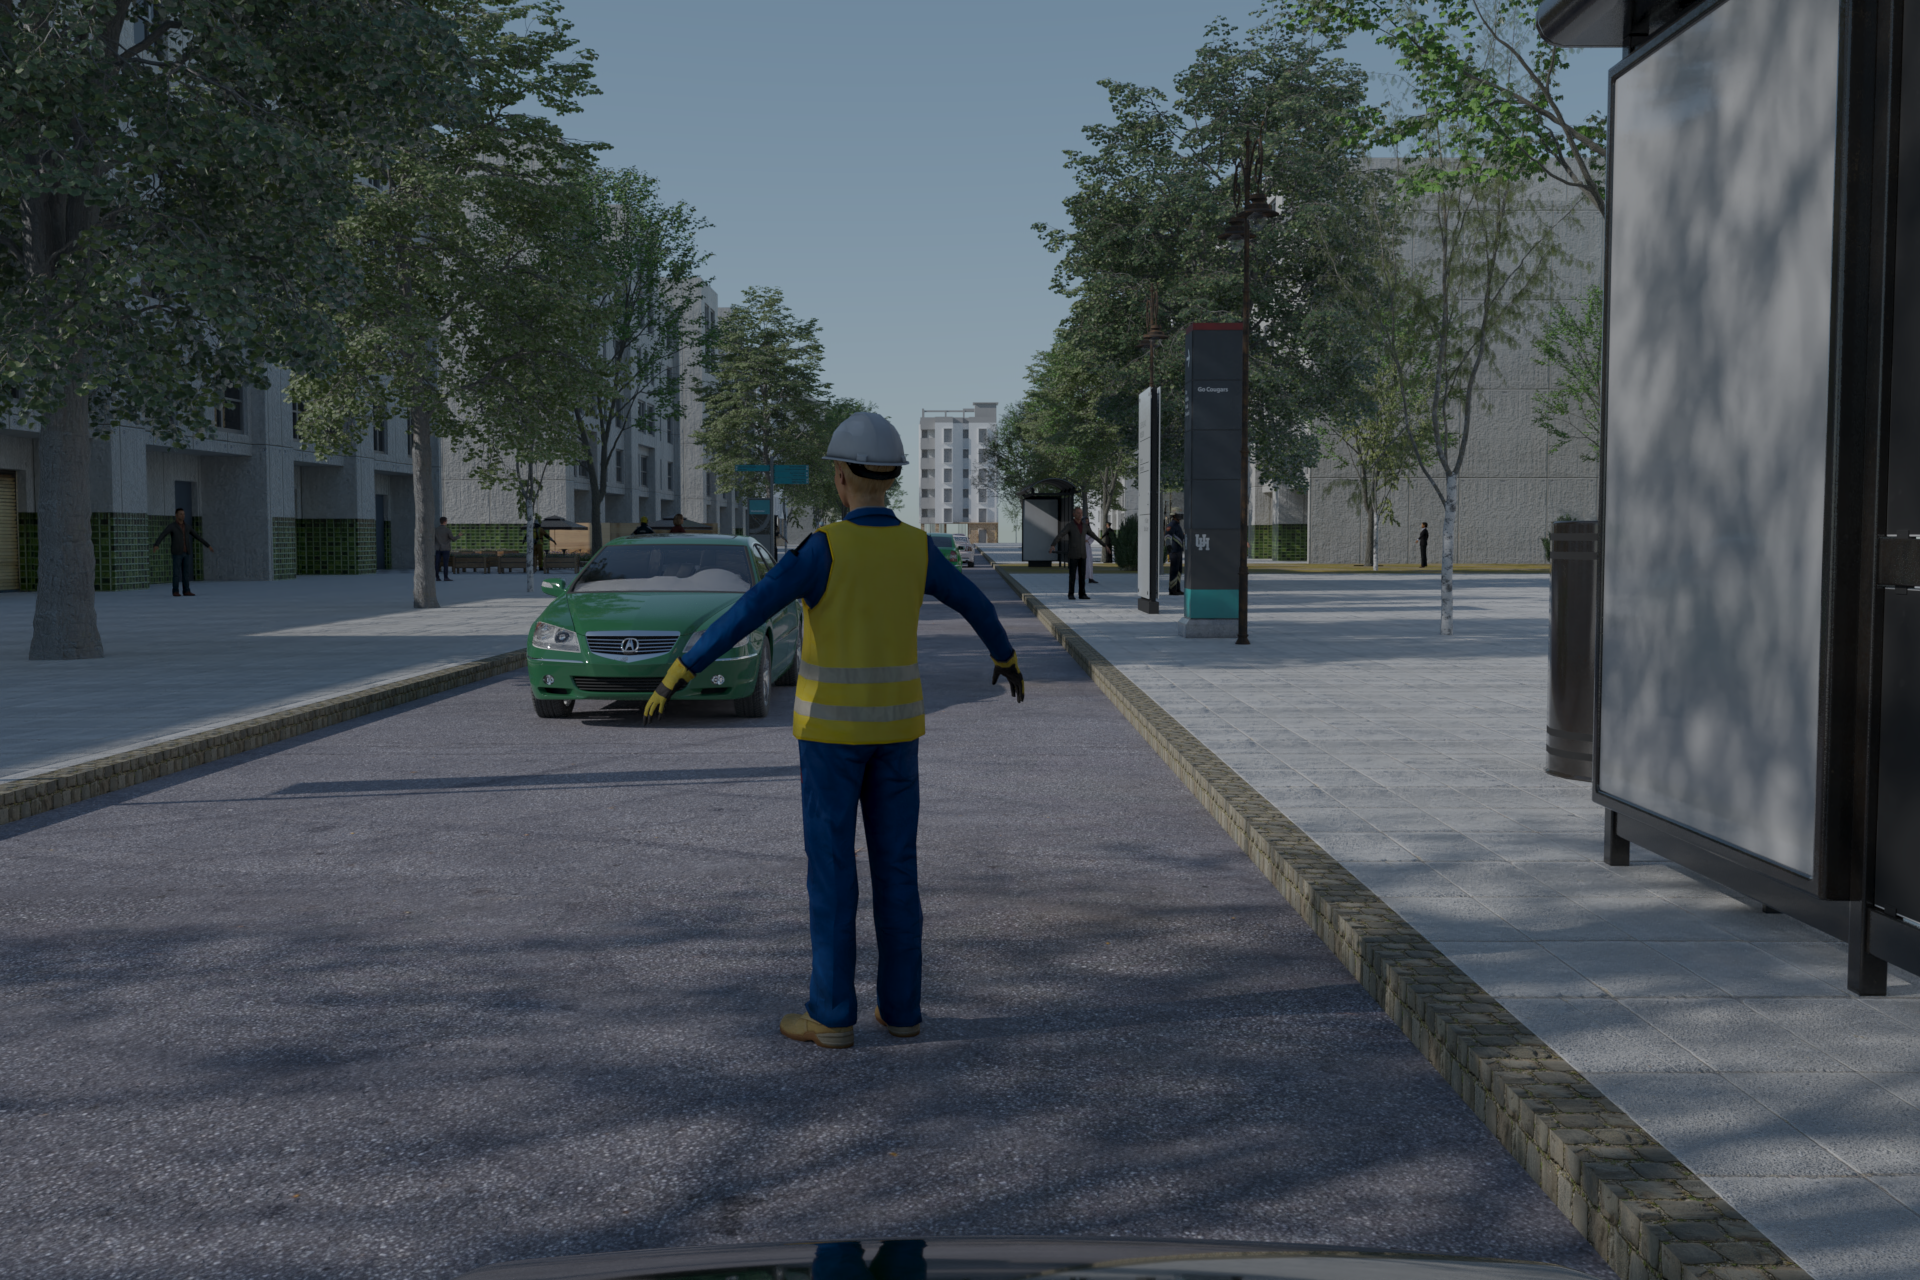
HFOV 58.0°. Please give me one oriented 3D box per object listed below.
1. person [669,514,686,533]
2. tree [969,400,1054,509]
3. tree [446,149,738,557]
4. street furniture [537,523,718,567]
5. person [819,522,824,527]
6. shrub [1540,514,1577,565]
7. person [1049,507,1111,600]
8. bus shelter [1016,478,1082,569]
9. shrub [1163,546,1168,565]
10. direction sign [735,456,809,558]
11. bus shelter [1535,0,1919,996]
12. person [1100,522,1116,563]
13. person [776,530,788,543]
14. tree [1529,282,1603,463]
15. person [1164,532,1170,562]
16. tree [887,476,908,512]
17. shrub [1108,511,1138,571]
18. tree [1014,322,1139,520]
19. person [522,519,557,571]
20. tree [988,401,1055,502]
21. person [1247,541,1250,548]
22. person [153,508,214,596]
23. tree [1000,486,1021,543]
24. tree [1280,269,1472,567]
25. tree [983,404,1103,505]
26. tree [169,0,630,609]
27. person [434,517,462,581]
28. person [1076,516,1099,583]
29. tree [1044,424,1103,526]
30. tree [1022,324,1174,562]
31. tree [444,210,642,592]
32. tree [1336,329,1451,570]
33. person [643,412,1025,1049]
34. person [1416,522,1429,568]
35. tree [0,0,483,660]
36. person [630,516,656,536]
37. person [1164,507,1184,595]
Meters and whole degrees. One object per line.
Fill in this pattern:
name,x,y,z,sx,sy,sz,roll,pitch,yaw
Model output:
person,-6.094,-1.911,38.053,0.721,1.729,1.215,-3,5,-43
tree,5.903,-15.104,157.316,12.009,13.543,11.850,0,3,0
tree,-9.760,-7.380,46.422,9.928,11.665,9.643,0,3,0
street furniture,-13.769,-3.820,69.303,9.812,1.723,11.010,-3,5,-42
person,-6.074,-4.258,75.746,1.347,1.817,0.704,-3,5,-41
shrub,22.348,-3.660,63.889,1.661,2.075,1.752,0,3,0
person,2.316,-1.696,33.914,1.348,1.807,0.705,-2,4,-25
bus shelter,3.266,-4.338,64.858,2.014,3.302,5.546,0,4,-2
shrub,7.698,-3.470,67.855,1.383,1.207,1.383,0,3,0
direction sign,-6.468,-4.366,60.153,2.525,3.948,1.411,0,4,-1
bus shelter,3.293,-1.682,5.138,2.179,5.291,8.768,0,4,0
person,6.539,-4.302,76.275,0.705,1.837,1.347,3,5,40
person,-7.611,-3.913,70.100,1.348,1.813,0.705,1,4,18
tree,26.928,-8.825,70.046,9.928,11.665,9.643,0,3,0
person,9.563,-4.410,78.239,1.346,1.812,0.704,2,4,28
tree,-11.431,-19.772,249.025,9.928,11.665,9.643,0,3,0
shrub,6.079,-3.461,60.621,1.661,2.075,1.752,0,3,0
tree,6.311,-10.521,90.142,7.486,12.596,7.792,0,3,0
person,-14.734,-3.347,60.498,1.354,1.858,0.705,1,4,19
tree,6.012,-12.734,133.951,9.928,11.665,9.643,0,3,0
person,7.982,-2.625,49.138,0.705,1.803,1.348,0,4,-2
person,-16.072,-1.816,35.758,0.705,1.821,1.348,2,4,32
tree,8.372,-18.373,250.760,4.360,8.622,3.978,0,3,0
tree,16.244,-8.730,68.487,9.928,11.665,9.643,0,3,0
tree,5.944,-10.967,113.716,8.767,10.594,7.601,-1,4,-13
tree,-9.703,-6.821,29.645,7.486,12.596,7.792,0,3,0
person,-14.034,-2.495,47.367,0.617,1.759,0.750,2,4,24
person,3.253,-2.342,45.009,0.621,1.740,0.551,2,4,31
tree,6.643,-9.442,104.741,4.737,8.622,4.395,0,3,0
tree,6.777,-9.344,78.533,9.928,11.665,9.643,0,3,0
tree,-9.327,-5.376,38.253,4.737,8.622,4.395,0,3,0
tree,14.914,-6.758,60.849,4.737,8.622,4.395,0,3,0
person,-0.316,0.242,4.973,1.216,1.772,0.721,-2,4,-31
person,17.579,-3.621,65.920,0.721,1.740,1.216,2,4,32
tree,-9.347,-6.785,17.583,9.857,13.997,8.962,0,3,0
person,-10.111,-3.044,55.539,1.351,1.858,0.704,0,4,7
person,4.554,-1.862,36.309,0.704,1.845,1.351,2,4,27
